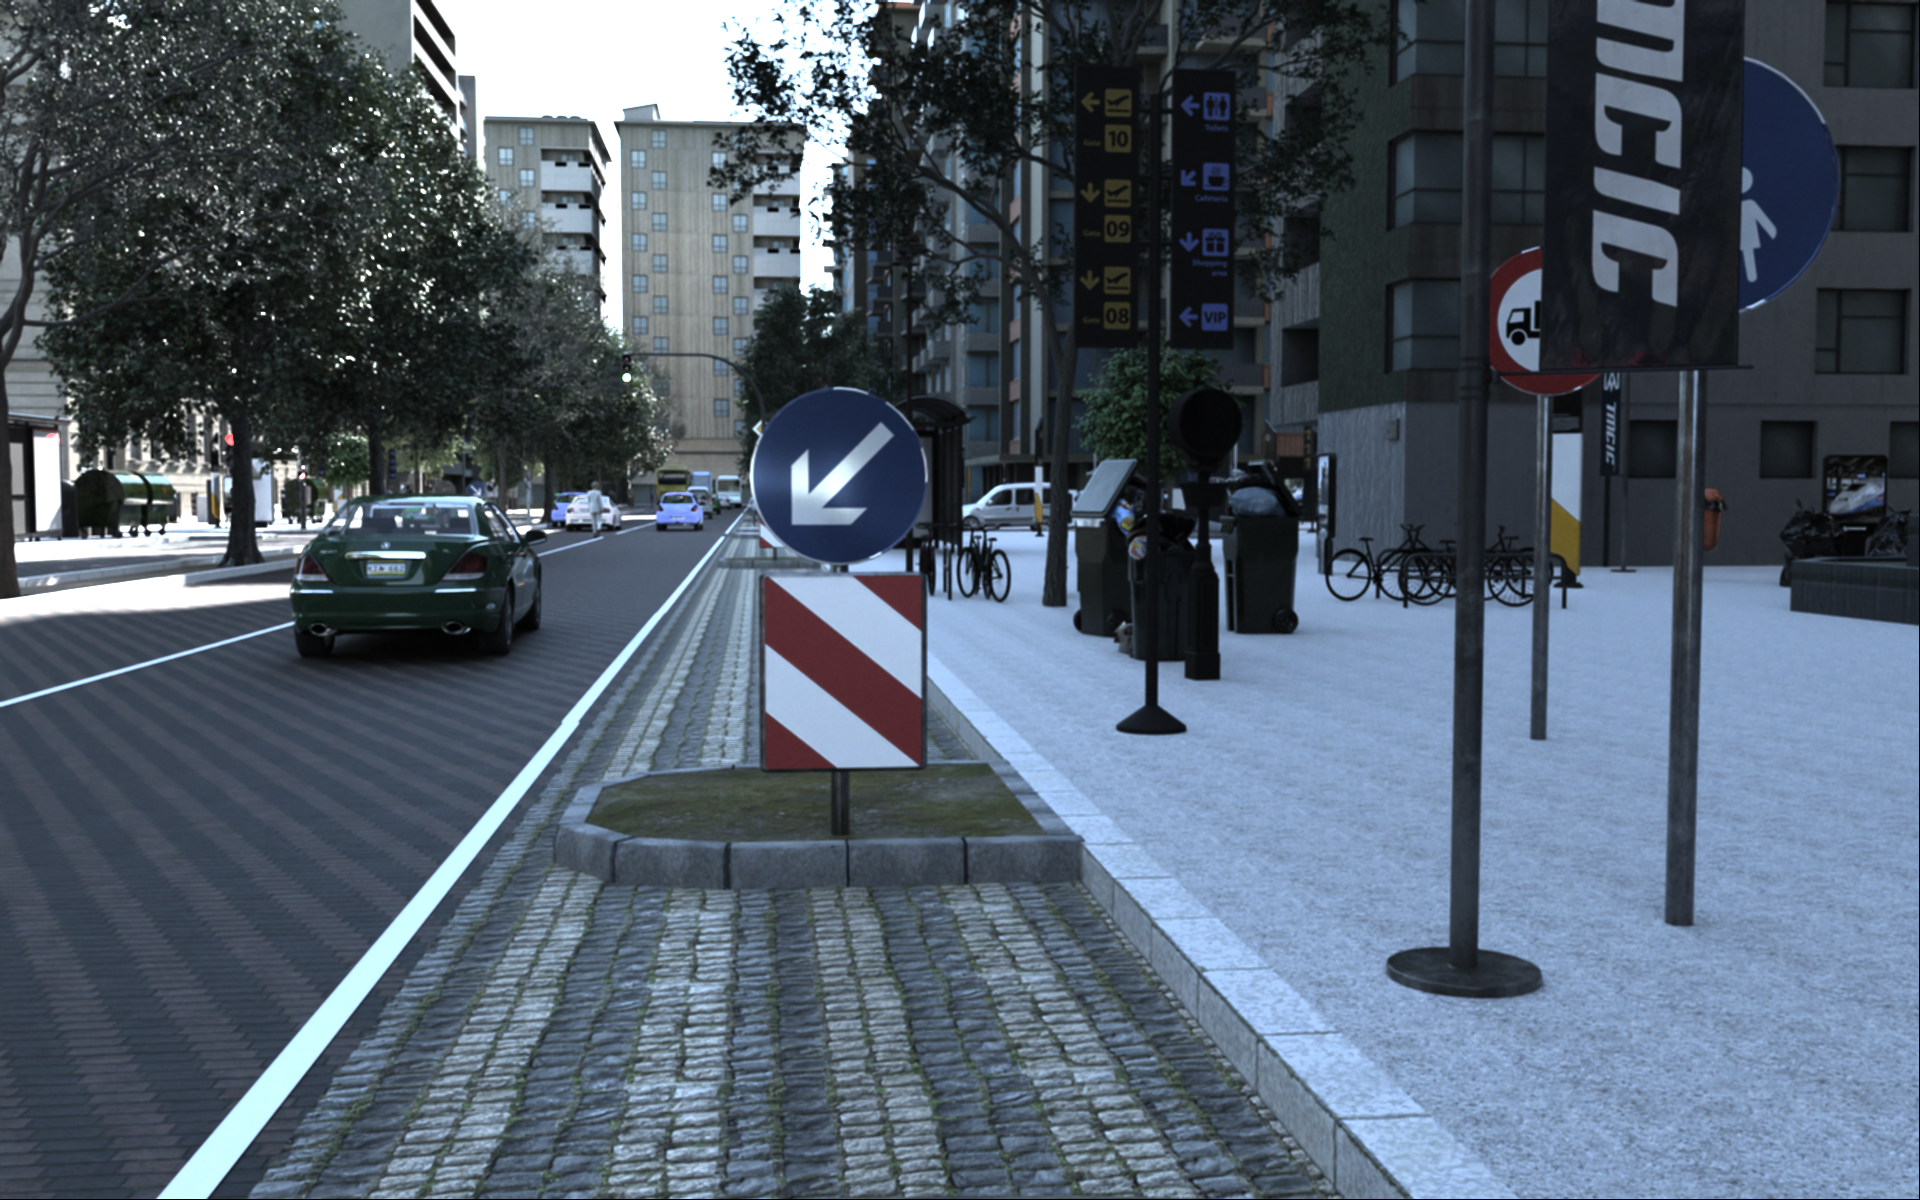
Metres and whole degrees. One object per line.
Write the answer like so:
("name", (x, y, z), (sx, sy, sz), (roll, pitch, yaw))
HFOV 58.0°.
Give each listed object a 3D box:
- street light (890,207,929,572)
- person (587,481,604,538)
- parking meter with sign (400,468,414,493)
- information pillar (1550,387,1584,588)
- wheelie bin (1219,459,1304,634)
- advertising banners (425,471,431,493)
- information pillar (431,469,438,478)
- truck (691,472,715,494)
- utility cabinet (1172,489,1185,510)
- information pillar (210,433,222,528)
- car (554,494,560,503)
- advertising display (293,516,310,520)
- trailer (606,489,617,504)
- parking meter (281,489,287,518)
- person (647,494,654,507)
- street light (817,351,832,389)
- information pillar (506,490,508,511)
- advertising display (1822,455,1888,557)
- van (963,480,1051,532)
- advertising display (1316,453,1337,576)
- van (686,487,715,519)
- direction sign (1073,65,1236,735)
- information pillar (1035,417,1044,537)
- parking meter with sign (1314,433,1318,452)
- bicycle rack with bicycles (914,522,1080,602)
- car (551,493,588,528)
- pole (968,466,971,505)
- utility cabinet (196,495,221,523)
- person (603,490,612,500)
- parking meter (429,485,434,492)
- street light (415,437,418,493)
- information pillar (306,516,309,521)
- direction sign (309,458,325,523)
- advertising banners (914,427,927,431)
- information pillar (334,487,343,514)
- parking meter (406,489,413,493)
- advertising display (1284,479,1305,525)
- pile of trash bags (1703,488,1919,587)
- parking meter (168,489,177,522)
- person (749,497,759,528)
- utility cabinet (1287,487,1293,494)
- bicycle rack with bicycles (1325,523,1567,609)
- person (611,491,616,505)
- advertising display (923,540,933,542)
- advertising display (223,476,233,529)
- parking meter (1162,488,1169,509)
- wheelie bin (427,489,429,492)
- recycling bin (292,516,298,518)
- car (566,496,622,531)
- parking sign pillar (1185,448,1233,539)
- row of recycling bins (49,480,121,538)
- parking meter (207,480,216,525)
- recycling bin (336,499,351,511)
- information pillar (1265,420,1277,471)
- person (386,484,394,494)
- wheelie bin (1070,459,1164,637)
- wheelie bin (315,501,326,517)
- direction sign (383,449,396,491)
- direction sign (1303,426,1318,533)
("street light", (-0.763, -3.257, 26.037), (0.468, 5.910, 1.993), (0, 4, -7))
("person", (-11.795, -2.915, 56.045), (0.514, 1.842, 0.818), (-1, 4, -10))
("parking meter with sign", (-34.850, -6.887, 108.868), (0.543, 3.016, 1.738), (1, 4, 22))
("information pillar", (8.283, -1.978, 23.702), (0.504, 3.616, 0.183), (3, 4, 37))
("wheelie bin", (2.777, -0.499, 16.068), (0.693, 1.594, 0.980), (0, 4, -5))
("advertising banners", (-33.755, -6.955, 109.898), (0.090, 3.025, 2.074), (-2, 4, -26))
("information pillar", (-39.557, -8.511, 130.503), (0.504, 3.616, 0.183), (-1, 4, -21))
("truck", (-30.493, -12.976, 201.911), (2.967, 4.110, 18.799), (0, 4, -5))
("utility cabinet", (9.336, -3.821, 71.159), (1.173, 1.500, 0.318), (2, 4, 27))
("information pillar", (-28.284, -4.553, 65.804), (0.183, 3.616, 0.504), (0, 4, 4))
("car", (-28.094, -6.990, 123.089), (1.959, 1.807, 4.718), (0, 4, -5))
("advertising display", (-32.551, -4.915, 85.577), (0.974, 1.923, 0.123), (1, 4, 14))
("trailer", (-38.926, -11.398, 193.409), (1.471, 1.999, 3.904), (0, 4, -6))
("parking meter", (-36.213, -5.167, 92.890), (0.372, 1.533, 0.369), (0, 3, 0))
("person", (-31.427, -10.082, 176.558), (0.991, 1.433, 0.599), (-2, 4, -28))
("street light", (-4.397, -5.100, 56.174), (0.468, 5.910, 1.993), (0, 4, -7))
("information pillar", (-34.741, -7.819, 132.336), (0.304, 2.012, 0.304), (-1, 4, -19))
("advertising display", (14.759, -1.430, 28.598), (0.974, 1.923, 0.123), (0, 4, 8))
("van", (1.591, -3.370, 62.108), (4.112, 2.044, 2.013), (0, 4, -6))
("advertising display", (5.845, -1.373, 27.659), (0.123, 1.923, 0.974), (0, 4, 1))
("van", (-15.346, -5.779, 101.499), (2.013, 2.044, 4.112), (-1, 4, -9))
("direction sign", (1.040, -1.059, 9.305), (0.876, 3.537, 0.379), (-1, 4, -9))
("information pillar", (2.380, -3.720, 52.177), (0.183, 3.616, 0.504), (1, 4, 21))
("parking meter with sign", (10.834, -3.223, 48.965), (0.543, 3.016, 1.738), (-2, 4, -34))
("bicycle rack with bicycles", (0.595, -0.507, 21.675), (2.852, 0.926, 2.925), (0, 4, -1))
("car", (-16.754, -4.033, 75.532), (1.945, 1.707, 3.694), (0, 4, -5))
("pole", (0.577, -7.017, 108.567), (0.158, 3.312, 0.155), (0, 3, 0))
("utility cabinet", (-33.570, -4.049, 77.369), (1.020, 1.237, 0.306), (1, 4, 11))
("person", (-30.191, -8.513, 147.817), (0.705, 1.807, 1.348), (3, 5, 40))
("parking meter", (-33.966, -6.461, 111.347), (0.255, 1.863, 0.399), (-2, 4, -35))
("street light", (-29.333, -7.379, 93.435), (0.468, 5.910, 1.993), (0, 4, -7))
("information pillar", (-30.902, -5.509, 81.420), (0.183, 3.616, 0.504), (1, 4, 17))
("direction sign", (-28.317, -5.155, 76.289), (0.876, 3.537, 0.379), (2, 4, 25))
("advertising banners", (-1.820, -2.873, 43.153), (2.074, 3.025, 0.090), (-1, 4, -14))
("information pillar", (-33.110, -6.166, 92.161), (0.183, 3.616, 0.504), (3, 5, 40))
("parking meter", (-30.432, -5.340, 95.713), (0.372, 1.533, 0.369), (0, 3, 0))
("advertising display", (14.014, -4.125, 72.650), (0.974, 1.923, 0.123), (3, 5, 45))
("pile of trash bags", (11.924, -0.900, 24.465), (3.447, 1.369, 1.912), (3, 5, 42))
("parking meter", (-35.214, -4.221, 77.431), (0.372, 1.533, 0.369), (0, 3, 0))
("person", (-8.371, -3.711, 70.993), (0.589, 1.601, 0.330), (0, 4, 8))
("utility cabinet", (10.145, -2.878, 55.739), (1.173, 1.500, 0.318), (-2, 4, -28))
("bicycle rack with bicycles", (5.808, -0.434, 20.483), (2.925, 0.926, 2.852), (0, 4, 5))
("person", (-33.613, -9.674, 167.207), (0.750, 1.759, 0.617), (-2, 4, -31))
("advertising display", (-0.866, -2.493, 45.979), (0.123, 1.923, 0.974), (-2, 4, -33))
("advertising display", (-26.548, -3.572, 63.620), (0.974, 1.923, 0.123), (0, 4, -1))
("parking meter", (8.663, -3.973, 73.370), (0.372, 1.533, 0.369), (0, 3, 0))
("wheelie bin", (-34.838, -6.515, 114.424), (0.980, 1.594, 0.693), (-1, 4, -8))
("recycling bin", (-36.173, -4.990, 94.147), (0.722, 1.027, 0.722), (3, 4, 36))
("car", (-14.413, -3.417, 68.229), (2.083, 1.381, 4.827), (0, 4, -6))
("parking sign pillar", (7.199, -3.767, 50.070), (1.447, 3.967, 1.447), (1, 4, 21))
("row of recycling bins", (-26.561, -2.775, 52.482), (1.069, 1.692, 3.534), (0, 4, -2))
("parking meter", (-30.750, -4.009, 71.258), (0.255, 1.863, 0.399), (1, 4, 15))
("recycling bin", (-32.172, -4.777, 90.652), (0.722, 1.027, 0.722), (0, 4, -2))
("information pillar", (9.791, -3.872, 54.668), (0.183, 3.616, 0.504), (-2, 4, -31))
("person", (-21.856, -3.536, 66.502), (0.419, 1.800, 0.721), (0, 4, 1))
("wheelie bin", (1.435, -0.483, 15.812), (0.693, 1.594, 0.980), (-2, 4, -26))
("wheelie bin", (-35.832, -5.438, 96.827), (0.980, 1.594, 0.693), (-3, 5, -42))
("direction sign", (-28.950, -5.842, 87.513), (0.876, 3.537, 0.379), (-1, 4, -22))
("direction sign", (11.716, -4.005, 57.473), (0.379, 3.537, 0.876), (-2, 4, -33))
